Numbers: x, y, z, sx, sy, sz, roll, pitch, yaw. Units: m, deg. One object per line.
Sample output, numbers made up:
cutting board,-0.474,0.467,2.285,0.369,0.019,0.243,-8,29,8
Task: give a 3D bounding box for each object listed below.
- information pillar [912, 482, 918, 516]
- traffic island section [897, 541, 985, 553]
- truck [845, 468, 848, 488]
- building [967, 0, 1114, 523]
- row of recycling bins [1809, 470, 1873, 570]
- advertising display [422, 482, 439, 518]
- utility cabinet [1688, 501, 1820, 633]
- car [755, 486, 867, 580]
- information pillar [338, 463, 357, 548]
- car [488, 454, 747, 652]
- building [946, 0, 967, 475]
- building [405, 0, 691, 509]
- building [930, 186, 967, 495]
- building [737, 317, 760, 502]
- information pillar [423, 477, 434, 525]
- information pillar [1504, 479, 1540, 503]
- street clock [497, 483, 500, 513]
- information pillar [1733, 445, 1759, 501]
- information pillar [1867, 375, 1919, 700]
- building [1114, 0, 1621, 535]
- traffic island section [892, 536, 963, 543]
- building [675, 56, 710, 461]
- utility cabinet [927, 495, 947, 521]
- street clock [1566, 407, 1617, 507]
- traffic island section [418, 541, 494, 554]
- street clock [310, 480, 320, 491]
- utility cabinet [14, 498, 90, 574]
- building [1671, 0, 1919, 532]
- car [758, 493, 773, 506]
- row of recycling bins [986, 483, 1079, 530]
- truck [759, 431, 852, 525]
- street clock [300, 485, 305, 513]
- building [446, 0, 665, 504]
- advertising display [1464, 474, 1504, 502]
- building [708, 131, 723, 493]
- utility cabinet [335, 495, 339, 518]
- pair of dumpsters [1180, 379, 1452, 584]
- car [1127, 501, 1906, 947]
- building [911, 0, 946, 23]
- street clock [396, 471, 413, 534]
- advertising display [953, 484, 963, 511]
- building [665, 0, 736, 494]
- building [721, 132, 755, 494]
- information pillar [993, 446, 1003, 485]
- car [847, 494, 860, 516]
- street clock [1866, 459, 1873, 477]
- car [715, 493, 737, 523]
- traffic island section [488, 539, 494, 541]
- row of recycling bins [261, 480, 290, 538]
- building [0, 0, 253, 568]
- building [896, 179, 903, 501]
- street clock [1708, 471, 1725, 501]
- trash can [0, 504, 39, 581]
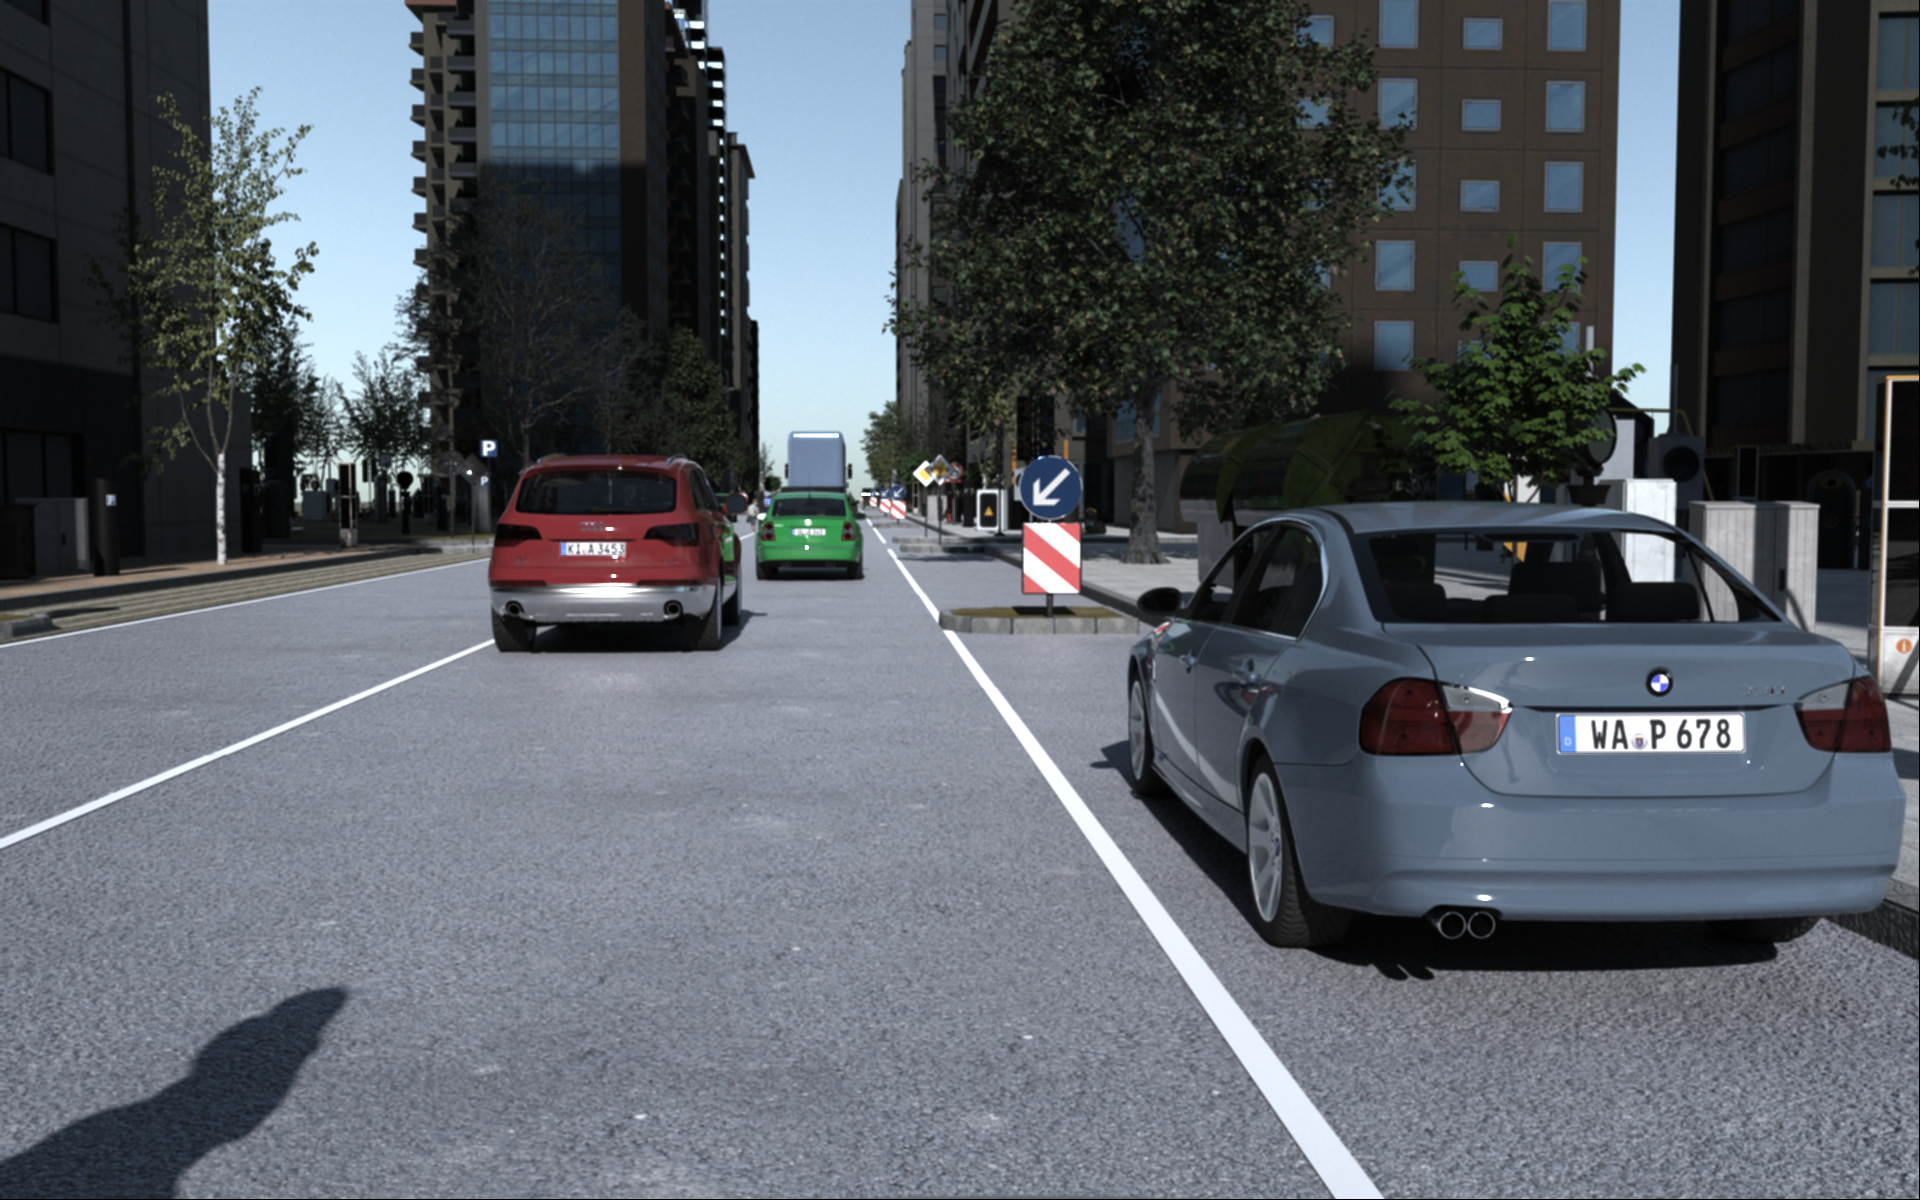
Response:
information pillar,-2.649,-6.001,102.601,0.304,2.012,0.304,-1,4,-13
traffic island section,-0.479,-1.299,43.524,2.009,0.180,2.903,0,4,-4
truck,-13.269,-11.800,181.849,2.839,4.237,11.283,0,4,-2
building,11.671,-28.288,86.217,21.300,48.544,21.600,0,4,-4
row of recycling bins,15.854,-1.335,28.937,1.069,1.692,3.534,-2,4,-32
advertising display,-28.188,-5.325,92.282,0.123,1.923,0.974,3,5,42
utility cabinet,6.783,-0.224,14.826,1.020,1.237,0.306,0,4,-5
car,-2.605,-1.314,30.278,1.959,1.807,4.718,0,4,-4
information pillar,-14.548,-2.243,41.166,0.304,2.012,0.304,0,4,5
car,-3.305,-0.528,17.301,2.281,1.827,5.304,0,4,-4
building,12.937,-33.931,144.017,28.713,52.752,27.495,0,4,-4
building,-35.534,-30.456,152.576,22.147,44.769,28.867,0,4,-4
building,4.033,-24.051,164.934,14.160,30.474,14.107,0,4,-4
building,-39.543,-30.900,276.917,14.160,30.474,14.107,0,4,-4
information pillar,-22.345,-4.180,72.842,0.304,2.012,0.304,2,4,30
information pillar,7.912,-2.016,24.309,0.504,3.616,0.183,2,4,31
street clock,-29.129,-6.373,108.773,0.471,2.002,0.358,-2,4,-28
information pillar,11.884,-1.329,26.220,0.304,2.012,0.304,1,4,16
information pillar,5.919,-0.391,10.881,0.304,2.012,0.304,1,4,16
building,13.236,-25.100,60.494,14.200,45.320,14.600,0,4,-4
traffic island section,-0.988,-1.787,51.493,2.009,0.180,2.903,0,4,-4
building,-32.712,-32.059,174.276,14.600,45.320,14.200,0,4,-4
utility cabinet,-1.034,-4.369,82.596,1.020,1.237,0.306,1,4,13
street clock,5.241,-0.605,14.461,0.471,2.002,0.358,-3,5,-39
traffic island section,-12.047,-1.255,42.792,2.009,0.180,2.903,0,4,-4
street clock,-33.892,-5.291,91.080,0.471,2.002,0.358,2,4,26
utility cabinet,-14.653,-1.027,27.961,1.020,1.237,0.306,-1,4,-17
building,42.467,-25.172,66.192,28.867,44.769,22.147,0,4,-4
car,-21.260,-11.004,189.512,1.945,1.707,3.694,0,4,-5
row of recycling bins,2.555,-3.366,62.153,3.534,1.692,1.069,1,4,18
truck,-5.989,-4.815,68.485,2.967,4.110,18.799,0,4,-2
street clock,-44.503,-6.898,117.354,0.358,2.002,0.471,0,4,-6
building,-29.910,-29.435,131.380,14.600,45.320,14.200,0,4,-4
advertising display,11.898,-2.079,39.199,0.974,1.923,0.123,2,4,29
building,-33.585,-30.914,189.045,14.154,41.232,14.086,0,4,-4
utility cabinet,-33.679,-5.099,94.523,0.306,1.237,1.020,1,4,20
pair of dumpsters,3.310,-0.870,16.721,1.574,2.255,4.437,0,4,-4
car,1.768,0.318,6.800,2.014,1.417,4.499,0,4,-3
building,5.296,-39.347,185.322,21.231,58.520,28.212,0,4,-4
street clock,-17.731,-3.107,55.364,0.471,2.002,0.358,0,4,1
advertising display,0.011,-6.681,114.447,0.974,1.923,0.123,-1,4,-13
building,-40.302,-55.774,224.576,22.319,86.520,31.000,0,4,-4
building,-45.059,-40.718,254.981,28.713,52.752,27.495,0,4,-4
information pillar,1.586,-4.922,71.835,0.504,3.616,0.183,3,5,42
car,-6.756,-5.299,98.444,2.131,1.459,4.920,0,4,-5
street clock,18.538,-1.857,34.931,0.358,2.002,0.471,-2,4,-33
car,-12.283,-4.831,87.787,1.959,1.807,4.718,0,4,-4
traffic island section,-12.556,-1.742,50.761,2.009,0.180,2.903,0,4,-4
row of recycling bins,-21.298,-2.670,50.767,3.534,1.692,1.069,1,4,12
building,-26.836,-36.147,29.248,20.611,71.187,20.563,0,4,-4
building,1.618,-38.497,253.132,21.300,48.544,21.600,0,4,-4
street clock,23.849,-3.064,54.669,0.471,2.002,0.358,1,4,15
trash can,-14.163,-0.870,25.875,0.748,1.137,0.748,0,3,0
